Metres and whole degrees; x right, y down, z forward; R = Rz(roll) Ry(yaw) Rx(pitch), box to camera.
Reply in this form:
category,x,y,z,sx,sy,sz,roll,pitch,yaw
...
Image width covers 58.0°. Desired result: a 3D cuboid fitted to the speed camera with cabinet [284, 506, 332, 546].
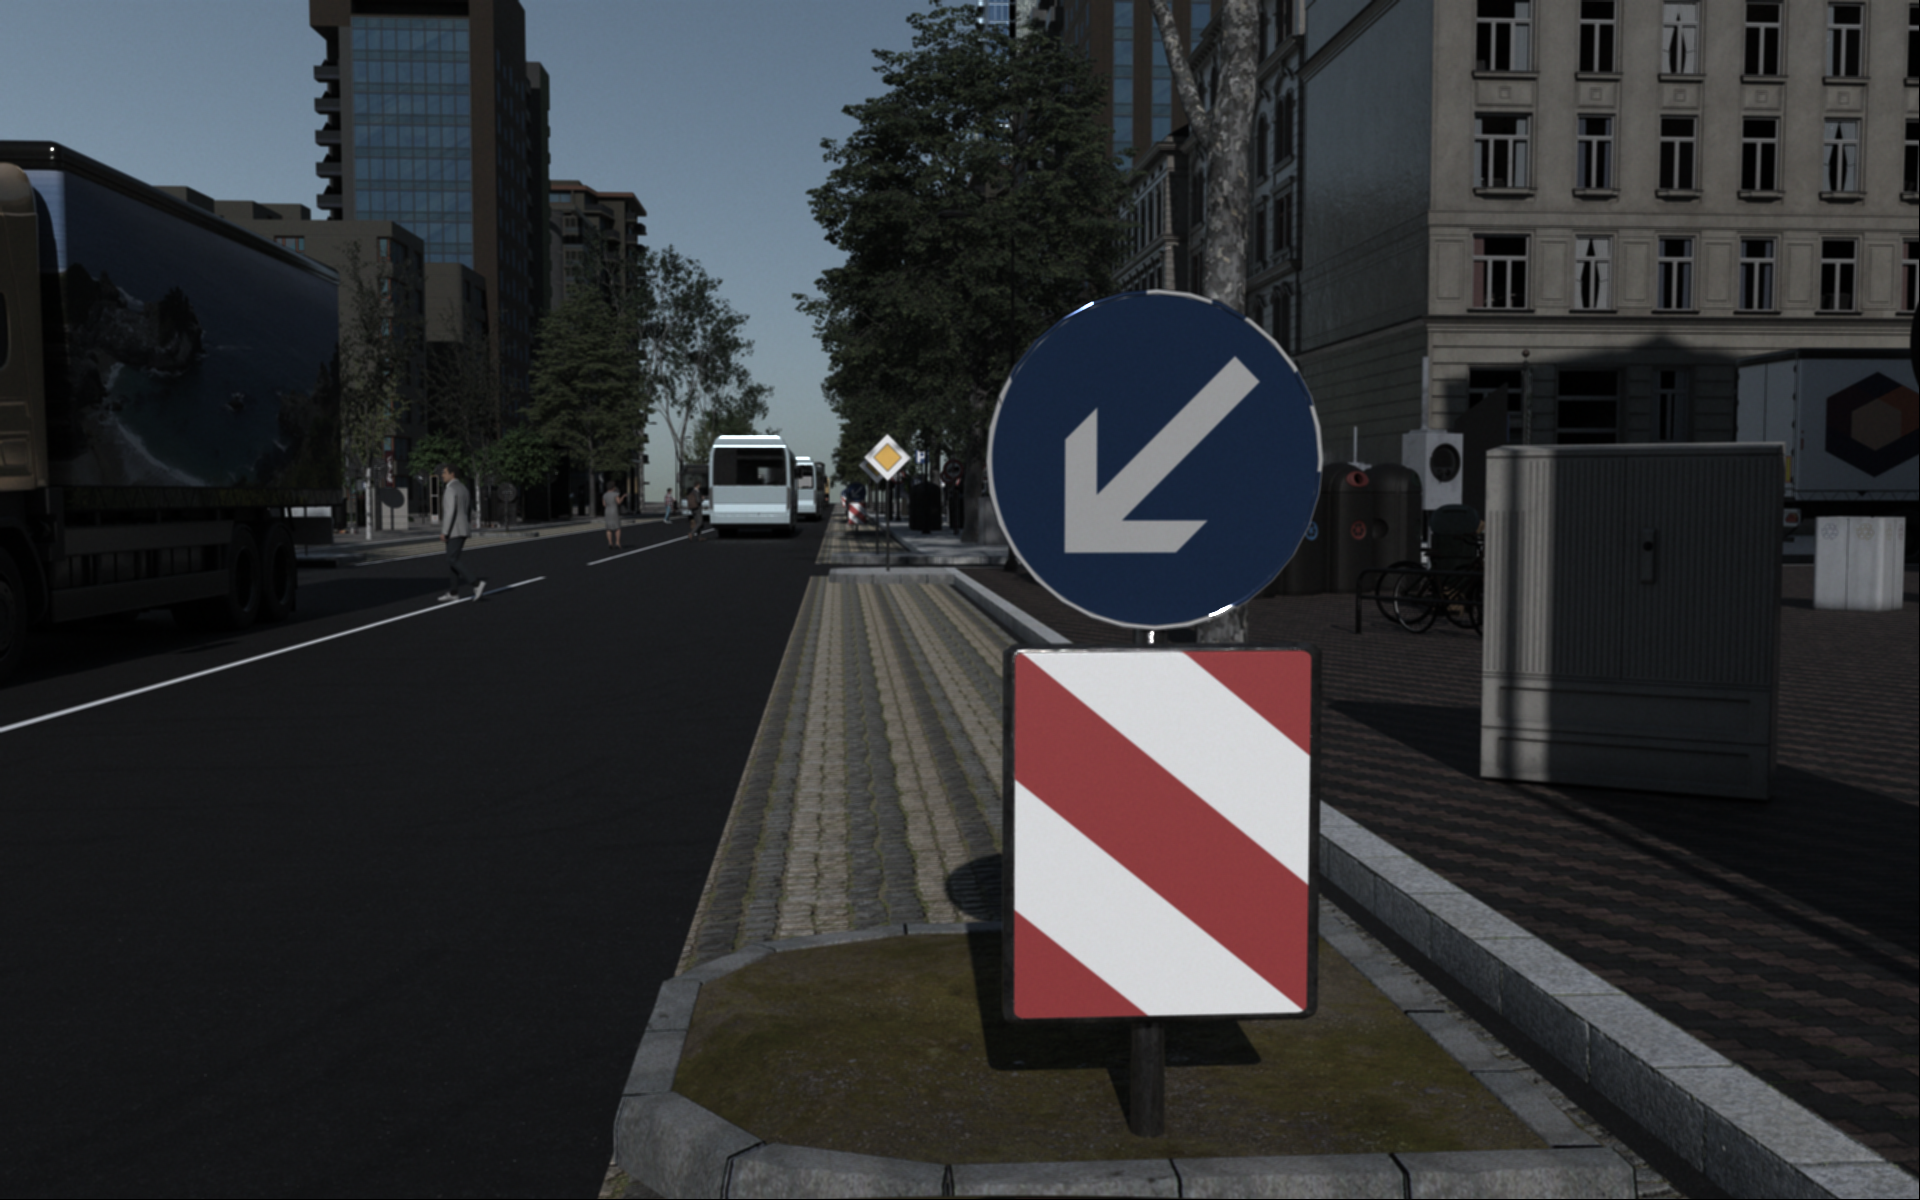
category,x,y,z,sx,sy,sz,roll,pitch,yaw
speed camera with cabinet,-16.516,-2.942,42.436,2.038,3.252,0.660,-3,5,-43

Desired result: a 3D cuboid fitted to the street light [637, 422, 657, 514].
category,x,y,z,sx,sy,sz,roll,pitch,yaw
street light,-20.300,-8.537,112.122,1.470,5.913,1.316,0,4,-4

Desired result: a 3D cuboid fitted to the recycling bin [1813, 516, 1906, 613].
category,x,y,z,sx,sy,sz,roll,pitch,yaw
recycling bin,9.956,-0.405,19.183,0.722,1.027,0.722,-3,5,-43

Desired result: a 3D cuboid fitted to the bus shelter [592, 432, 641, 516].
category,x,y,z,sx,sy,sz,roll,pitch,yaw
bus shelter,-20.827,-7.763,104.548,2.179,5.291,8.768,0,4,-4

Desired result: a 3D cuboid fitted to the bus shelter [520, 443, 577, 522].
category,x,y,z,sx,sy,sz,roll,pitch,yaw
bus shelter,-19.579,-5.583,82.558,1.731,3.624,6.357,0,4,-4

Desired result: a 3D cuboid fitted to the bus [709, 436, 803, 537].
category,x,y,z,sx,sy,sz,roll,pitch,yaw
bus,-7.122,-4.057,61.188,2.948,3.499,13.247,0,4,-4

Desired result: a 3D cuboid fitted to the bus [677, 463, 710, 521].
category,x,y,z,sx,sy,sz,roll,pitch,yaw
bus,-13.342,-6.127,95.043,2.948,3.499,13.247,0,4,-2

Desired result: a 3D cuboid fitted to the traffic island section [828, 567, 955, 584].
category,x,y,z,sx,sy,sz,roll,pitch,yaw
traffic island section,-1.179,-0.401,28.836,2.009,0.180,2.903,0,4,-4

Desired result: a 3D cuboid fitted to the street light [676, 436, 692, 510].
category,x,y,z,sx,sy,sz,roll,pitch,yaw
street light,-22.328,-10.224,139.711,1.470,5.913,1.316,0,4,-4

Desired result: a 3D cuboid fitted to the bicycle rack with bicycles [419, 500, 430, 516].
category,x,y,z,sx,sy,sz,roll,pitch,yaw
bicycle rack with bicycles,-29.583,-5.249,99.207,2.852,0.926,2.925,-2,4,-28

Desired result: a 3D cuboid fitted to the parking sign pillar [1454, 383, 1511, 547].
category,x,y,z,sx,sy,sz,roll,pitch,yaw
parking sign pillar,12.809,-3.304,42.490,1.447,3.967,1.447,3,5,40

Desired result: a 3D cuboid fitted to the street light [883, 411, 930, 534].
category,x,y,z,sx,sy,sz,roll,pitch,yaw
street light,-1.626,-5.076,55.532,1.470,5.913,1.316,0,4,-4

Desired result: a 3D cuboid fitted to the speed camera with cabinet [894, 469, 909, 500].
category,x,y,z,sx,sy,sz,roll,pitch,yaw
speed camera with cabinet,-2.610,-6.074,93.639,2.038,3.252,0.660,3,4,37

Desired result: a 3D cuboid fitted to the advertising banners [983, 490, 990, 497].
category,x,y,z,sx,sy,sz,roll,pitch,yaw
advertising banners,1.555,-3.776,57.918,2.074,3.025,0.090,3,5,44

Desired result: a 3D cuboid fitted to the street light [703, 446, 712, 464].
category,x,y,z,sx,sy,sz,roll,pitch,yaw
street light,-24.182,-11.887,166.889,1.470,5.913,1.316,0,4,-4

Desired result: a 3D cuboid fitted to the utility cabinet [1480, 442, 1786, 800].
category,x,y,z,sx,sy,sz,roll,pitch,yaw
utility cabinet,2.892,0.072,7.500,1.173,1.500,0.318,2,4,30

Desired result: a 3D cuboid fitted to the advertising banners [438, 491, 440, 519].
category,x,y,z,sx,sy,sz,roll,pitch,yaw
advertising banners,-27.267,-5.771,90.539,0.090,3.025,2.074,-1,4,-18

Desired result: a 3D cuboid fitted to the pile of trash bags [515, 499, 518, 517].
category,x,y,z,sx,sy,sz,roll,pitch,yaw
pile of trash bags,-24.217,-5.393,97.929,1.912,1.369,3.447,-1,4,-14

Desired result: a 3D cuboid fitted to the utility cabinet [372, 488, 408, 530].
category,x,y,z,sx,sy,sz,roll,pitch,yaw
utility cabinet,-20.234,-3.229,61.479,1.173,1.500,0.318,-2,4,-30

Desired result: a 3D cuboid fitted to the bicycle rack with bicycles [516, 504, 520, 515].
category,x,y,z,sx,sy,sz,roll,pitch,yaw
bicycle rack with bicycles,-22.152,-4.712,90.423,2.925,0.926,2.852,-1,4,-9

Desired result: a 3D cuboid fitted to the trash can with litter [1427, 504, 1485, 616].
category,x,y,z,sx,sy,sz,roll,pitch,yaw
trash can with litter,5.342,-0.440,18.584,0.624,1.170,1.055,1,4,18

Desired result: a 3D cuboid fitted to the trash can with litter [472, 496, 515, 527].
category,x,y,z,sx,sy,sz,roll,pitch,yaw
trash can with litter,-18.393,-3.445,67.386,1.678,1.210,2.233,-2,4,-31

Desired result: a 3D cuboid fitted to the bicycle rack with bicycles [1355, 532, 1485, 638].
category,x,y,z,sx,sy,sz,roll,pitch,yaw
bicycle rack with bicycles,4.898,-0.153,15.879,2.852,0.926,2.925,-2,4,-35

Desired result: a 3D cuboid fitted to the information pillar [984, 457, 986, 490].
category,x,y,z,sx,sy,sz,roll,pitch,yaw
information pillar,1.251,-5.576,82.522,0.183,3.616,0.504,-1,4,-14

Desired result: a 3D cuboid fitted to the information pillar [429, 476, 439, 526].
category,x,y,z,sx,sy,sz,roll,pitch,yaw
information pillar,-20.881,-3.932,68.776,0.304,2.012,0.304,-2,4,-25

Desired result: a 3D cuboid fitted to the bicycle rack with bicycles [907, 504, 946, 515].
category,x,y,z,sx,sy,sz,roll,pitch,yaw
bicycle rack with bicycles,-2.031,-5.659,105.911,2.925,0.926,2.852,-1,4,-10

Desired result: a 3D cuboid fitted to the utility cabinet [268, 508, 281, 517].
category,x,y,z,sx,sy,sz,roll,pitch,yaw
utility cabinet,-17.616,-2.159,43.975,1.173,1.500,0.318,-2,4,-30

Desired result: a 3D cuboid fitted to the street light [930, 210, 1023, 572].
category,x,y,z,sx,sy,sz,roll,pitch,yaw
street light,0.325,-3.427,28.576,1.470,5.913,1.316,0,4,-4

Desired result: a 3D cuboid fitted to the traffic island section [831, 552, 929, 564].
category,x,y,z,sx,sy,sz,roll,pitch,yaw
traffic island section,-1.736,-0.888,36.802,2.009,0.180,2.903,0,4,-4

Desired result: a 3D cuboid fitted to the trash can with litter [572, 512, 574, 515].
category,x,y,z,sx,sy,sz,roll,pitch,yaw
trash can with litter,-23.353,-5.562,102.332,1.055,1.170,0.624,0,4,4

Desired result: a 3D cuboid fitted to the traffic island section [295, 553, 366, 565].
category,x,y,z,sx,sy,sz,roll,pitch,yaw
traffic island section,-13.599,-0.838,35.979,2.009,0.180,2.903,0,4,-4

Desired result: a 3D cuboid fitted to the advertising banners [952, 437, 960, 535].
category,x,y,z,sx,sy,sz,roll,pitch,yaw
advertising banners,-0.141,-3.558,54.368,0.090,3.025,2.074,0,4,5

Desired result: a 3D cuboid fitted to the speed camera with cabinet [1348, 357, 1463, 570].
category,x,y,z,sx,sy,sz,roll,pitch,yaw
speed camera with cabinet,6.163,-1.850,24.583,2.038,3.252,0.660,-2,4,-25

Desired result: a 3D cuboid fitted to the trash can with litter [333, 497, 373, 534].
category,x,y,z,sx,sy,sz,roll,pitch,yaw
trash can with litter,-20.189,-2.787,56.624,1.678,1.210,2.233,-2,4,-25

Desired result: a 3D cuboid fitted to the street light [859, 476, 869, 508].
category,x,y,z,sx,sy,sz,roll,pitch,yaw
street light,-5.517,-8.457,110.808,1.470,5.913,1.316,0,4,-4

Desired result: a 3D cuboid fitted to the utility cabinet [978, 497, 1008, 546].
category,x,y,z,sx,sy,sz,roll,pitch,yaw
utility cabinet,0.941,-1.972,43.397,1.020,1.237,0.306,-3,4,-36

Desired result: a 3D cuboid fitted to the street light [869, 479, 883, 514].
category,x,y,z,sx,sy,sz,roll,pitch,yaw
street light,-3.489,-6.738,82.709,1.470,5.913,1.316,0,4,-4

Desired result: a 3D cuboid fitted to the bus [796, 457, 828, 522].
category,x,y,z,sx,sy,sz,roll,pitch,yaw
bus,-8.799,-6.031,93.467,2.948,3.499,13.247,0,4,-3

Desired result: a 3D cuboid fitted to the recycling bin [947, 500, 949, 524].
category,x,y,z,sx,sy,sz,roll,pitch,yaw
recycling bin,-0.096,-3.733,73.595,0.722,1.027,0.722,-1,4,-23

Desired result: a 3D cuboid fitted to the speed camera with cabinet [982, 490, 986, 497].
category,x,y,z,sx,sy,sz,roll,pitch,yaw
speed camera with cabinet,1.319,-4.441,66.951,2.038,3.252,0.660,3,4,37

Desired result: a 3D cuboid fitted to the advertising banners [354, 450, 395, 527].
category,x,y,z,sx,sy,sz,roll,pitch,yaw
advertising banners,-23.252,-4.446,68.872,0.090,3.025,2.074,2,4,31
